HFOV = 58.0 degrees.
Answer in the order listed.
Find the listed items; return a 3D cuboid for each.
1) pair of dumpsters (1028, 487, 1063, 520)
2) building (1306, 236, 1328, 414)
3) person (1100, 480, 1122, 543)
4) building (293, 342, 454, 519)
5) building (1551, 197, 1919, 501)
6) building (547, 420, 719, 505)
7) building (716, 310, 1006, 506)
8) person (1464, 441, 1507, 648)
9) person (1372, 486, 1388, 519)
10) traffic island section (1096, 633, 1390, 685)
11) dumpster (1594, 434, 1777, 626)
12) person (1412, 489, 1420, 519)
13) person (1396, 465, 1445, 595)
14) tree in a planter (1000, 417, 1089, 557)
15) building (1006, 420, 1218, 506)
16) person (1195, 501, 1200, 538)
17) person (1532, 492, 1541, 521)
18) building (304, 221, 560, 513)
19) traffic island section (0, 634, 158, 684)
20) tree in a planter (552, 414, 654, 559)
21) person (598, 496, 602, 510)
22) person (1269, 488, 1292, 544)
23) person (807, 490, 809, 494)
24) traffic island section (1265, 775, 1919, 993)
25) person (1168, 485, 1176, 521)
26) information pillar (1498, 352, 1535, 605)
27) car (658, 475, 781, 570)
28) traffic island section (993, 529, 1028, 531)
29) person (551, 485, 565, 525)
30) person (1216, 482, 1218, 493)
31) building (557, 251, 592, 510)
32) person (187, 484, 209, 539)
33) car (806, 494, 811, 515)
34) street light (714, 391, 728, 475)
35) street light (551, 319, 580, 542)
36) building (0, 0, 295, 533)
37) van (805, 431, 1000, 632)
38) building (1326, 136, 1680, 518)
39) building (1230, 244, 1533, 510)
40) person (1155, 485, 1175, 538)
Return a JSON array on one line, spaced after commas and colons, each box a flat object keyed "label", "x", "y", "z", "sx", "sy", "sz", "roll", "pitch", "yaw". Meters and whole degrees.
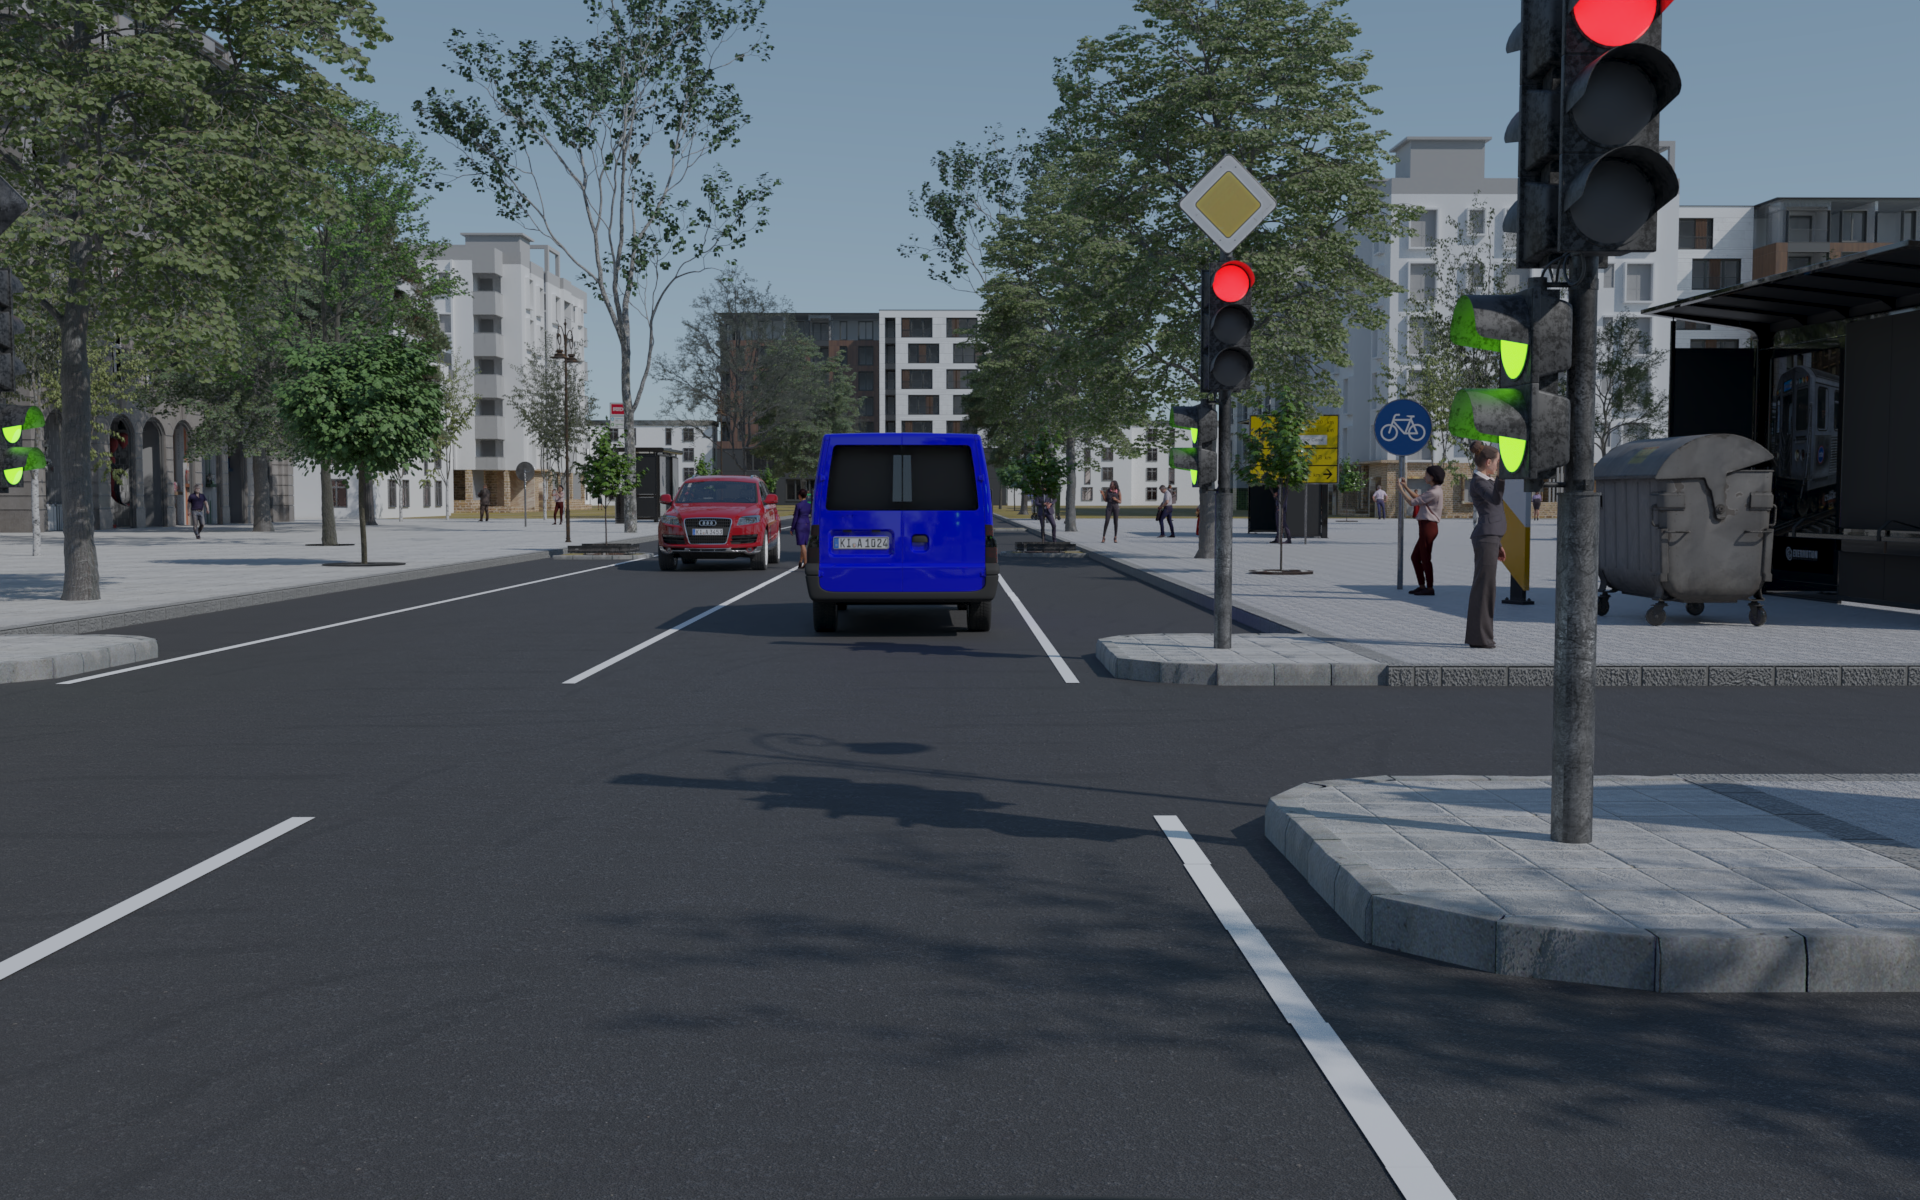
[{"label": "pair of dumpsters", "x": 4.272, "y": -5.135, "z": 86.458, "sx": 1.574, "sy": 2.255, "sz": 4.436, "roll": 0, "pitch": 4, "yaw": -1}, {"label": "building", "x": 30.399, "y": -15.492, "z": 109.722, "sx": 16.016, "sy": 20.091, "sz": 11.380, "roll": 0, "pitch": 4, "yaw": -1}, {"label": "person", "x": 3.958, "y": -2.320, "z": 45.452, "sx": 0.593, "sy": 1.643, "sz": 0.415, "roll": -2, "pitch": 4, "yaw": -29}, {"label": "building", "x": -34.941, "y": -9.875, "z": 103.599, "sx": 9.099, "sy": 9.664, "sz": 28.070, "roll": 0, "pitch": 4, "yaw": -1}, {"label": "building", "x": 59.522, "y": -17.702, "z": 133.406, "sx": 32.646, "sy": 21.610, "sz": 27.936, "roll": 0, "pitch": 4, "yaw": -1}, {"label": "building", "x": -41.996, "y": -15.588, "z": 197.018, "sx": 28.070, "sy": 9.664, "sz": 9.099, "roll": 0, "pitch": 4, "yaw": -1}, {"label": "building", "x": -11.259, "y": -22.124, "z": 205.704, "sx": 32.646, "sy": 21.610, "sz": 27.936, "roll": 0, "pitch": 4, "yaw": -1}, {"label": "person", "x": 4.448, "y": -0.459, "z": 14.354, "sx": 0.445, "sy": 1.727, "sz": 0.742, "roll": -1, "pitch": 4, "yaw": -12}, {"label": "person", "x": 21.225, "y": -4.928, "z": 87.550, "sx": 0.756, "sy": 1.711, "sz": 0.436, "roll": 1, "pitch": 4, "yaw": 11}, {"label": "traffic island section", "x": 2.205, "y": 0.482, "z": 14.408, "sx": 2.009, "sy": 0.180, "sz": 2.903, "roll": 0, "pitch": 4, "yaw": -1}, {"label": "dumpster", "x": 7.267, "y": -0.717, "z": 17.480, "sx": 1.264, "sy": 1.857, "sz": 1.865, "roll": 0, "pitch": 4, "yaw": -1}, {"label": "person", "x": 23.511, "y": -4.932, "z": 89.144, "sx": 0.387, "sy": 1.526, "sz": 0.523, "roll": 3, "pitch": 5, "yaw": 40}, {"label": "person", "x": 5.828, "y": -0.883, "z": 21.943, "sx": 0.517, "sy": 1.644, "sz": 0.566, "roll": -2, "pitch": 4, "yaw": -27}, {"label": "tree in a planter", "x": 1.940, "y": -2.630, "z": 40.216, "sx": 1.991, "sy": 3.239, "sz": 1.994, "roll": 0, "pitch": 4, "yaw": -1}, {"label": "building", "x": 19.184, "y": -15.651, "z": 198.048, "sx": 28.070, "sy": 9.664, "sz": 9.099, "roll": 0, "pitch": 4, "yaw": -1}, {"label": "person", "x": 7.130, "y": -2.573, "z": 50.576, "sx": 0.387, "sy": 1.526, "sz": 0.523, "roll": 3, "pitch": 5, "yaw": 43}, {"label": "person", "x": 27.846, "y": -4.548, "z": 83.643, "sx": 0.421, "sy": 1.427, "sz": 0.697, "roll": 1, "pitch": 4, "yaw": 20}, {"label": "building", "x": -38.125, "y": -16.329, "z": 123.405, "sx": 16.016, "sy": 20.091, "sz": 11.380, "roll": 0, "pitch": 4, "yaw": -1}, {"label": "traffic island section", "x": -8.035, "y": 0.488, "z": 14.306, "sx": 2.009, "sy": 0.180, "sz": 2.903, "roll": 0, "pitch": 4, "yaw": -1}, {"label": "tree in a planter", "x": -7.963, "y": -2.547, "z": 38.864, "sx": 1.991, "sy": 3.239, "sz": 1.994, "roll": 0, "pitch": 4, "yaw": -1}, {"label": "person", "x": -28.615, "y": -8.002, "z": 137.662, "sx": 1.217, "sy": 1.735, "sz": 0.721, "roll": 0, "pitch": 4, "yaw": -4}, {"label": "person", "x": 8.309, "y": -2.318, "z": 44.856, "sx": 0.530, "sy": 1.710, "sz": 0.541, "roll": 0, "pitch": 4, "yaw": 1}, {"label": "person", "x": -14.937, "y": -9.893, "z": 170.254, "sx": 0.705, "sy": 1.824, "sz": 1.348, "roll": 1, "pitch": 4, "yaw": 15}, {"label": "traffic island section", "x": 2.288, "y": 0.970, "z": 6.423, "sx": 2.009, "sy": 0.180, "sz": 2.903, "roll": 0, "pitch": 4, "yaw": -1}, {"label": "person", "x": 10.051, "y": -4.638, "z": 82.699, "sx": 0.431, "sy": 1.722, "sz": 0.655, "roll": -1, "pitch": 4, "yaw": -21}, {"label": "information pillar", "x": 6.466, "y": -1.761, "z": 20.149, "sx": 0.183, "sy": 3.616, "sz": 0.504, "roll": -2, "pitch": 4, "yaw": -26}, {"label": "car", "x": -4.692, "y": -1.564, "z": 34.249, "sx": 2.281, "sy": 1.827, "sz": 5.304, "roll": 0, "pitch": 4, "yaw": -2}, {"label": "traffic island section", "x": 1.647, "y": -2.753, "z": 67.878, "sx": 1.991, "sy": 0.108, "sz": 1.994, "roll": 0, "pitch": 4, "yaw": -1}, {"label": "person", "x": -16.795, "y": -3.968, "z": 72.385, "sx": 0.566, "sy": 1.644, "sz": 0.517, "roll": -2, "pitch": 4, "yaw": -34}, {"label": "person", "x": 7.787, "y": -2.748, "z": 51.672, "sx": 0.504, "sy": 1.737, "sz": 0.576, "roll": 1, "pitch": 4, "yaw": 12}, {"label": "building", "x": -36.414, "y": -17.235, "z": 138.210, "sx": 11.380, "sy": 20.091, "sz": 16.016, "roll": 0, "pitch": 4, "yaw": -1}, {"label": "person", "x": -21.572, "y": -2.500, "z": 49.128, "sx": 0.569, "sy": 1.553, "sz": 0.471, "roll": -1, "pitch": 4, "yaw": -9}, {"label": "car", "x": -8.793, "y": -5.935, "z": 105.834, "sx": 1.959, "sy": 1.807, "sz": 4.718, "roll": 0, "pitch": 4, "yaw": -2}, {"label": "street light", "x": -10.658, "y": -6.395, "z": 77.353, "sx": 0.468, "sy": 5.910, "sz": 1.993, "roll": 0, "pitch": 4, "yaw": -1}, {"label": "street light", "x": -10.403, "y": -4.466, "z": 45.807, "sx": 0.468, "sy": 5.910, "sz": 1.993, "roll": 0, "pitch": 4, "yaw": -1}, {"label": "building", "x": -36.624, "y": -13.843, "z": 68.132, "sx": 13.314, "sy": 21.916, "sz": 24.055, "roll": 0, "pitch": 4, "yaw": -1}, {"label": "van", "x": -0.658, "y": -0.936, "z": 19.681, "sx": 2.240, "sy": 2.365, "sz": 5.245, "roll": 0, "pitch": 4, "yaw": -2}, {"label": "building", "x": 30.100, "y": -14.752, "z": 97.618, "sx": 16.016, "sy": 20.091, "sz": 11.380, "roll": 0, "pitch": 4, "yaw": -1}, {"label": "building", "x": 30.610, "y": -16.189, "z": 131.155, "sx": 16.747, "sy": 18.905, "sz": 31.486, "roll": 0, "pitch": 4, "yaw": -1}, {"label": "person", "x": 6.029, "y": -2.604, "z": 50.826, "sx": 0.590, "sy": 1.554, "sz": 0.614, "roll": 0, "pitch": 4, "yaw": 5}]
